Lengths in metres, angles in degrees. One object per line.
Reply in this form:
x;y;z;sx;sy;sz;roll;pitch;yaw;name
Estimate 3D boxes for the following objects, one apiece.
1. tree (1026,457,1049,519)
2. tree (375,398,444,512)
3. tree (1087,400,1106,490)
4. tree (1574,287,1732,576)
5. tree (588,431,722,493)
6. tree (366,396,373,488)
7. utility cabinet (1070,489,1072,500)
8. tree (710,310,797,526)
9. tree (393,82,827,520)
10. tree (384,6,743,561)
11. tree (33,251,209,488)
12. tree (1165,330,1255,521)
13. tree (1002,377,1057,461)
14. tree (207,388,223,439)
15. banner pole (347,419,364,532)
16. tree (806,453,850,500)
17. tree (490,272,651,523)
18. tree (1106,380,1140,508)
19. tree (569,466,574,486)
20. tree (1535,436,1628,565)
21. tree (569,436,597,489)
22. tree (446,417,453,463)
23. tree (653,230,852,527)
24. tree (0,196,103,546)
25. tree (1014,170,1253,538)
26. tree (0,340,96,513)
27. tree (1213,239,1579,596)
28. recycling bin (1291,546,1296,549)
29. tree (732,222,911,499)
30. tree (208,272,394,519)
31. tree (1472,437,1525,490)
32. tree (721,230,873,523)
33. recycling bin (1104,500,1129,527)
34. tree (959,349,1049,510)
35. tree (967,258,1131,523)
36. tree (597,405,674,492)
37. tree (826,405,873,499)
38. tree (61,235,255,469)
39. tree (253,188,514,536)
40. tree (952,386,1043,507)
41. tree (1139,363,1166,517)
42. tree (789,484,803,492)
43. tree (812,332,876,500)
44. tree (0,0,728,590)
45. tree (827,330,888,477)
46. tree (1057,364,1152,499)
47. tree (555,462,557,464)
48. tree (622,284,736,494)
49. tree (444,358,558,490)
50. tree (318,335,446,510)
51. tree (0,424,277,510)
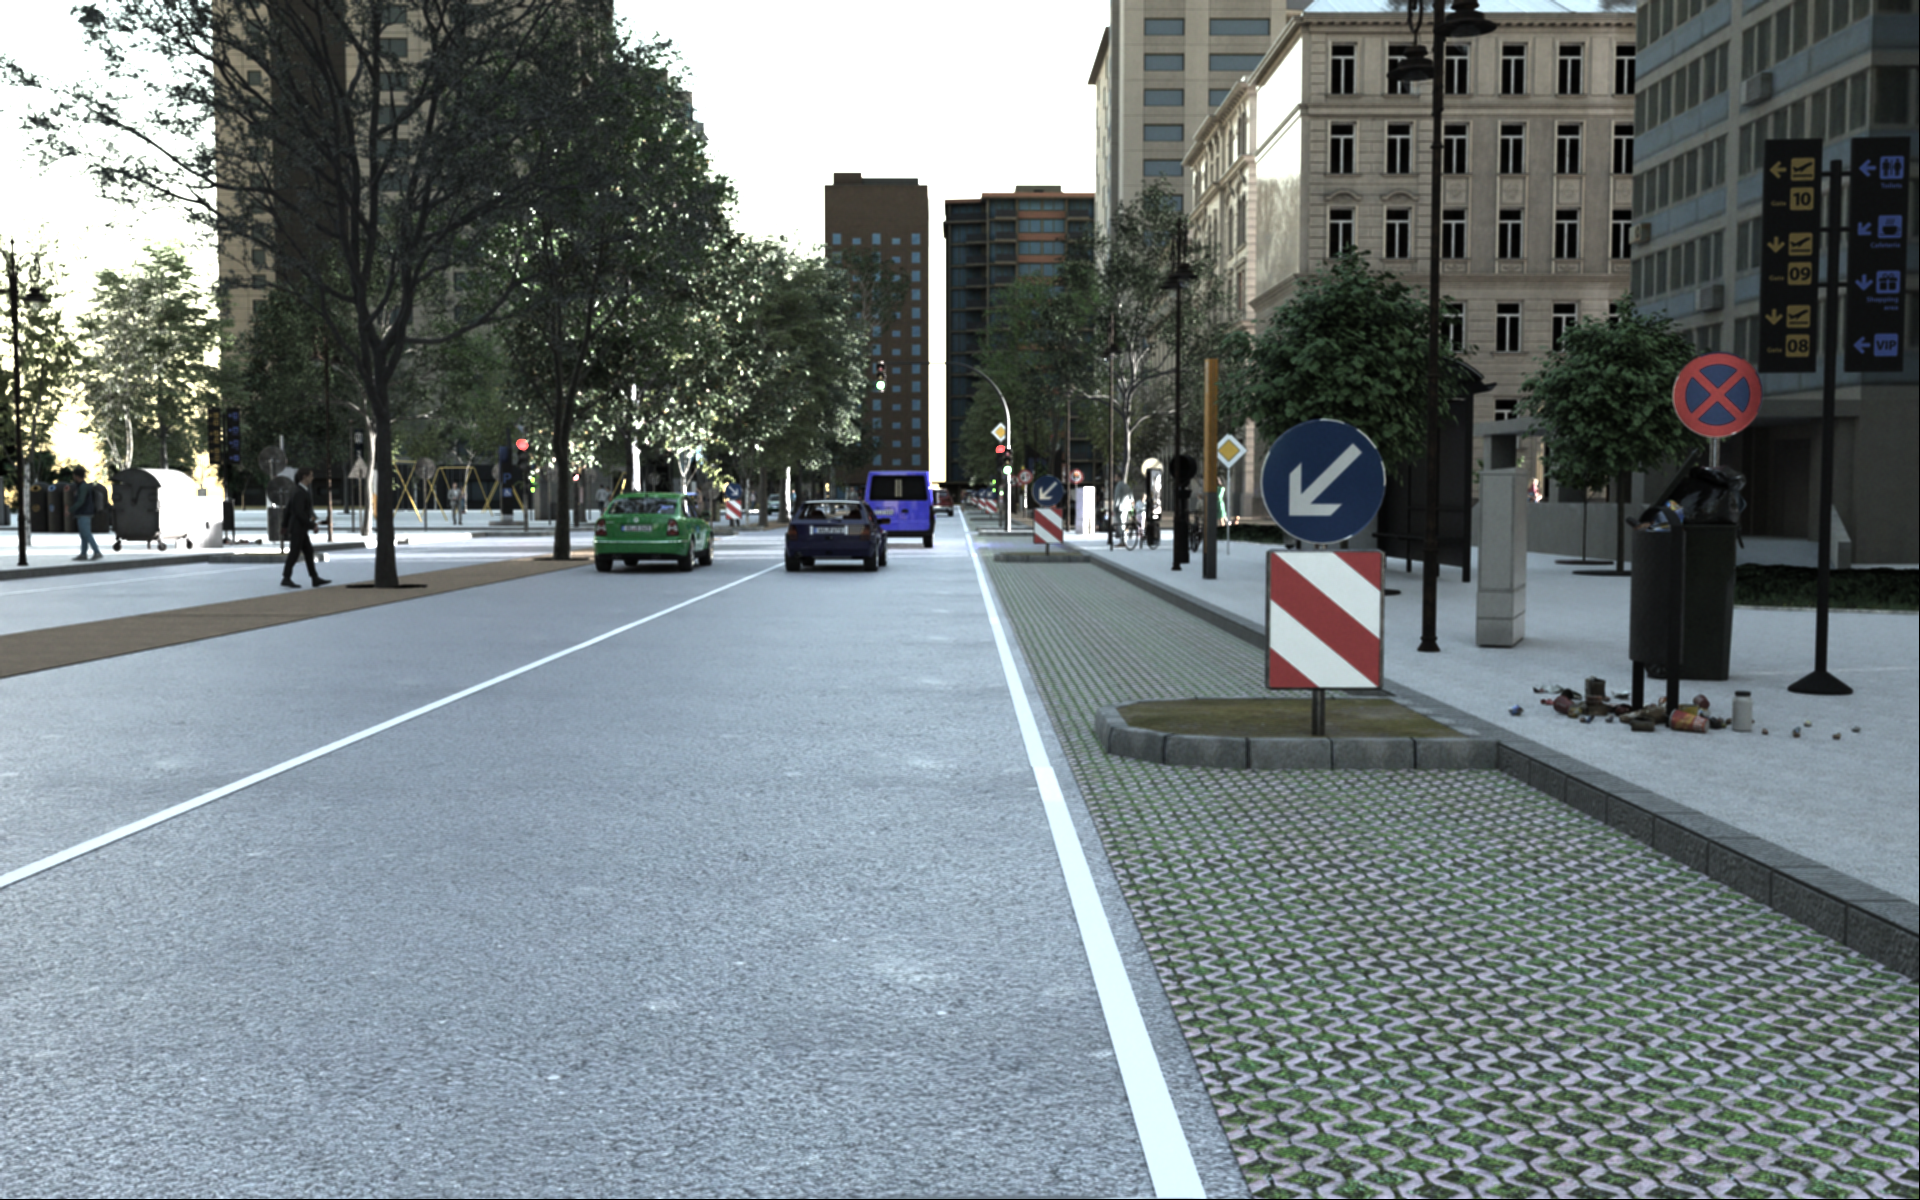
4.263;-5.819;89.743;1.663;3.219;1.824;0;3;0;tree
-37.807;-10.427;120.836;4.737;8.622;4.395;0;3;0;tree
11.237;-9.823;110.971;4.360;8.622;3.978;0;3;0;tree
10.534;-2.689;27.678;4.285;4.588;4.351;0;3;0;tree
-18.056;-10.545;106.830;7.601;10.594;8.767;0;4;4;tree
-43.627;-10.980;129.879;4.737;8.622;4.395;0;3;0;tree
5.481;-4.466;81.701;0.318;1.500;1.173;-1;4;-10;utility cabinet
-8.442;-7.081;68.600;4.360;8.622;3.978;0;3;0;tree
-8.883;-7.785;46.757;9.611;12.733;9.660;0;3;0;tree
-8.487;-6.650;36.940;9.928;11.665;9.643;0;3;0;tree
-25.211;-6.196;51.675;4.360;8.622;3.978;0;3;0;tree
11.740;-7.747;77.027;4.360;8.622;3.978;0;3;0;tree
4.588;-9.472;105.223;4.737;8.622;4.395;0;3;0;tree
-44.457;-9.206;100.880;4.360;8.622;3.978;0;3;0;tree
-20.314;-4.177;58.309;0.401;3.779;0.863;1;4;18;banner pole
-8.708;-9.757;112.350;4.737;8.622;4.395;0;3;0;tree
-17.504;-9.767;77.812;7.486;12.596;7.792;0;3;0;tree
10.497;-9.012;97.708;4.360;8.622;3.978;0;3;0;tree
-23.623;-9.032;98.035;4.737;8.622;4.395;0;3;0;tree
11.510;-2.286;31.970;1.663;3.219;1.824;0;3;0;tree
-25.515;-10.176;116.745;4.360;8.622;3.978;0;3;0;tree
-41.670;-11.387;136.545;4.360;8.622;3.978;0;3;0;tree
-8.568;-9.413;74.491;7.486;12.596;7.792;0;3;0;tree
-23.337;-5.666;42.997;4.737;8.622;4.395;0;3;0;tree
4.964;-7.055;49.759;7.601;10.594;8.767;1;4;11;tree
-67.749;-13.014;114.598;18.604;14.587;13.155;0;4;3;tree
5.059;-2.361;22.309;4.285;4.588;4.351;0;3;0;tree
7.116;-1.376;35.052;0.722;1.027;0.722;3;4;37;recycling bin
-10.094;-16.064;120.995;12.611;20.169;13.585;0;3;0;tree
-34.022;-10.573;89.878;9.611;12.733;9.660;0;3;0;tree
15.525;-3.413;50.401;1.663;3.219;1.824;0;3;0;tree
-8.618;-10.714;84.292;9.857;13.997;8.962;0;3;0;tree
6.157;-3.399;68.123;0.722;1.027;0.722;-2;4;-32;recycling bin
3.794;-13.270;135.094;7.486;12.596;7.792;0;3;0;tree
4.094;-9.165;75.598;9.928;11.665;9.643;0;3;0;tree
-17.811;-9.049;98.321;4.360;8.622;3.978;0;3;0;tree
-8.518;-10.832;129.921;4.360;8.622;3.978;0;3;0;tree
-34.927;-9.641;75.750;7.486;12.596;7.792;0;3;0;tree
-17.764;-7.221;52.475;7.601;10.594;8.767;0;4;-1;tree
4.081;-16.580;177.739;9.857;13.997;8.962;0;3;0;tree
11.432;-8.107;82.916;4.360;8.622;3.978;0;3;0;tree
-18.476;-12.386;197.109;1.663;3.219;1.824;0;3;0;tree
-8.840;-10.803;104.840;9.928;11.665;9.643;0;3;0;tree
-8.707;-6.912;25.834;12.009;13.543;11.850;0;3;0;tree
-8.865;-10.733;94.956;9.611;12.733;9.660;0;3;0;tree
7.974;-8.705;92.694;4.737;8.622;4.395;0;3;0;tree
-30.636;-12.394;137.047;8.767;10.594;7.601;0;4;3;tree
-8.642;-6.197;54.143;4.737;8.622;4.395;0;3;0;tree
-24.279;-8.640;91.631;4.737;8.622;4.395;0;3;0;tree
-25.667;-7.681;75.950;4.360;8.622;3.978;0;3;0;tree
-62.275;-10.280;130.983;11.467;7.101;20.602;2;4;30;tree
